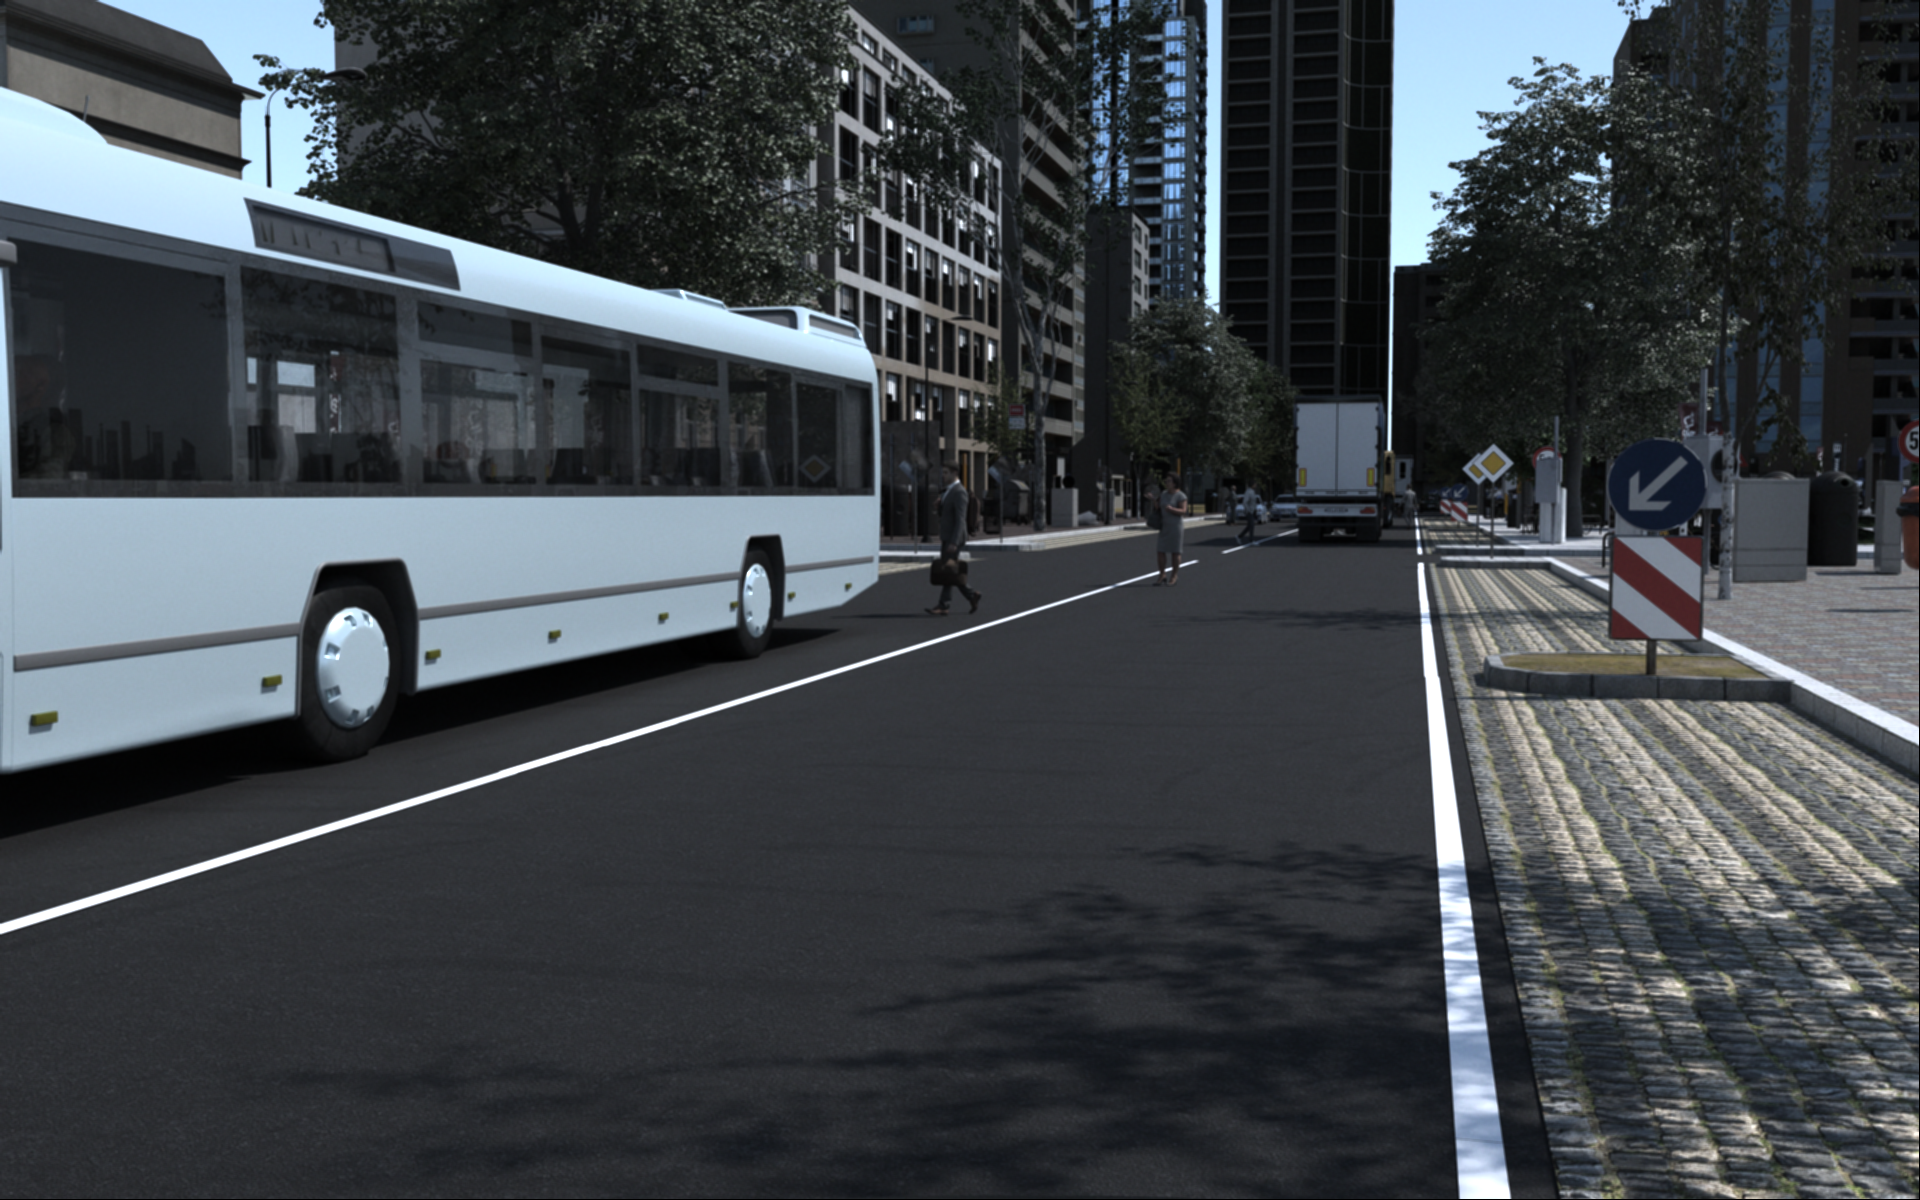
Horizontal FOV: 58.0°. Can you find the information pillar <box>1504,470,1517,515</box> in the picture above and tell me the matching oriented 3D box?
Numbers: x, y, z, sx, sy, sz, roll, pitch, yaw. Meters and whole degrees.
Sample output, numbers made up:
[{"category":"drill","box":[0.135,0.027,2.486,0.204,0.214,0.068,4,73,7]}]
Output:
[{"category":"information pillar","box":[21.315,-4.623,66.947,0.504,3.616,0.183,-1,4,-12]}]

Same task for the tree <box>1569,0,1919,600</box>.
[{"category":"tree","box":[9.496,-4.300,20.667,4.360,8.622,3.978,0,3,0]}]

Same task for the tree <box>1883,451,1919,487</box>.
[{"category":"tree","box":[43.557,-5.762,77.919,4.285,4.588,4.351,0,3,0]}]

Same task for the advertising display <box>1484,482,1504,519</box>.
[{"category":"advertising display","box":[27.690,-5.174,89.809,0.974,1.923,0.123,0,4,2]}]

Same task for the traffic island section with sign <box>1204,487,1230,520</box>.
[{"category":"traffic island section with sign","box":[14.454,-5.270,94.791,1.989,1.847,2.006,1,4,15]}]

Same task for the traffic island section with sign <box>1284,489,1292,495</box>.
[{"category":"traffic island section with sign","box":[27.221,-8.249,143.495,1.989,1.847,2.006,1,4,15]}]

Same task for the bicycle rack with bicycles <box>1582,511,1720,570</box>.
[{"category":"bicycle rack with bicycles","box":[12.382,-1.000,29.730,2.852,0.926,2.925,-1,4,-13]}]

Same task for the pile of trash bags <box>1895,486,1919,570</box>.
[{"category":"pile of trash bags","box":[12.097,-0.574,19.135,3.447,1.369,1.912,0,4,-1]}]

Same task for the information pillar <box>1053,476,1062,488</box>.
[{"category":"information pillar","box":[3.854,-3.931,68.760,0.304,2.012,0.304,0,4,-8]}]

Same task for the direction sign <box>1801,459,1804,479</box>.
[{"category":"direction sign","box":[48.175,-6.552,99.121,0.379,3.537,0.876,1,4,21]}]

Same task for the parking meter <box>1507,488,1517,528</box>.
[{"category":"parking meter","box":[21.037,-3.518,65.931,0.372,1.533,0.369,0,3,0]}]

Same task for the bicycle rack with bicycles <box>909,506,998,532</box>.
[{"category":"bicycle rack with bicycles","box":[-0.562,-2.798,59.123,2.852,0.926,2.925,-1,4,-16]}]

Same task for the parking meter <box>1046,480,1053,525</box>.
[{"category":"parking meter","box":[3.746,-4.028,71.571,0.255,1.863,0.399,-1,4,-16]}]

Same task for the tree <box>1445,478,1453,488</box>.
[{"category":"tree","box":[52.806,-11.678,185.542,1.663,3.219,1.824,0,3,0]}]

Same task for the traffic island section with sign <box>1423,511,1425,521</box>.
[{"category":"traffic island section with sign","box":[25.672,-5.095,91.931,1.989,1.847,2.006,1,4,15]}]

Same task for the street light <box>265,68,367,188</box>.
[{"category":"street light","box":[-7.140,-2.852,19.174,1.470,5.913,1.316,1,4,15]}]

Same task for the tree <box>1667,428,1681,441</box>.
[{"category":"tree","box":[34.917,-6.208,85.212,4.285,4.588,4.351,0,3,0]}]

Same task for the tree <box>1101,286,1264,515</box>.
[{"category":"tree","box":[13.595,-12.171,105.649,9.857,13.997,8.962,0,3,0]}]

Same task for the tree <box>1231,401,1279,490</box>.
[{"category":"tree","box":[22.570,-11.294,135.026,4.737,8.622,4.395,0,3,0]}]

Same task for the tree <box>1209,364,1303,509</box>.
[{"category":"tree","box":[26.440,-14.274,150.387,9.611,12.733,9.660,0,3,0]}]

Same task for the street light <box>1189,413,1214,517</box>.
[{"category":"street light","box":[13.804,-7.728,98.887,1.470,5.913,1.316,1,4,15]}]

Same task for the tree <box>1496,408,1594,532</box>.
[{"category":"tree","box":[19.723,-4.584,58.667,4.285,4.588,4.351,0,3,0]}]

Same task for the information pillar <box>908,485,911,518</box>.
[{"category":"information pillar","box":[-2.426,-5.595,82.826,0.183,3.616,0.504,0,4,5]}]

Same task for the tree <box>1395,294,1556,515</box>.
[{"category":"tree","box":[31.523,-11.879,104.597,12.009,13.543,11.850,0,3,0]}]

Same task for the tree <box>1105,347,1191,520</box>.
[{"category":"tree","box":[9.009,-8.291,85.927,4.737,8.622,4.395,0,3,0]}]

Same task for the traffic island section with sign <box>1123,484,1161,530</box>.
[{"category":"traffic island section with sign","box":[7.620,-3.675,68.713,1.989,1.847,2.006,1,4,15]}]

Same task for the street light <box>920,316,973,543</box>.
[{"category":"street light","box":[-0.349,-4.452,45.336,1.470,5.913,1.316,1,4,15]}]

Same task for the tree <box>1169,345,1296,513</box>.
[{"category":"tree","box":[17.756,-11.764,118.098,9.928,11.665,9.643,0,3,0]}]

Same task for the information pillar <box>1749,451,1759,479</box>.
[{"category":"information pillar","box":[42.630,-6.221,93.068,0.504,3.616,0.183,1,4,11]}]

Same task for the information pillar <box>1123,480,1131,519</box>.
[{"category":"information pillar","box":[8.737,-5.256,90.425,0.304,2.012,0.304,-3,4,-36]}]

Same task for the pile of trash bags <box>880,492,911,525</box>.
[{"category":"pile of trash bags","box":[-3.180,-3.777,71.514,3.447,1.369,1.912,2,4,26]}]

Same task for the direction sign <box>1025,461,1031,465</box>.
[{"category":"direction sign","box":[4.836,-7.767,118.990,0.876,3.537,0.379,3,5,41]}]

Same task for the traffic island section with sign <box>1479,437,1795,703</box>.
[{"category":"traffic island section with sign","box":[4.987,-0.265,12.967,1.989,1.847,2.006,1,4,15]}]

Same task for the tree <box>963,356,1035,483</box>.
[{"category":"tree","box":[2.427,-8.639,91.611,4.737,8.622,4.395,0,3,0]}]

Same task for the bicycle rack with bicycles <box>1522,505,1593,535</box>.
[{"category":"bicycle rack with bicycles","box":[18.933,-2.546,55.012,2.852,0.926,2.925,3,5,43]}]

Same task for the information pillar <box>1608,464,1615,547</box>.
[{"category":"information pillar","box":[15.989,-2.301,42.106,0.304,2.012,0.304,-3,4,-36]}]

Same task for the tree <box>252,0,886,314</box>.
[{"category":"tree","box":[-6.088,-7.455,28.547,9.857,13.997,8.962,0,3,0]}]

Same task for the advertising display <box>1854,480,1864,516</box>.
[{"category":"advertising display","box":[40.376,-4.469,78.277,0.974,1.923,0.123,-1,4,-15]}]

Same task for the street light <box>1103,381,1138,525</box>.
[{"category":"street light","box":[6.664,-6.062,71.662,1.470,5.913,1.316,1,4,15]}]

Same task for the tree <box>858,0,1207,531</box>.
[{"category":"tree","box":[1.350,-12.433,59.168,12.611,20.169,13.585,0,3,0]}]

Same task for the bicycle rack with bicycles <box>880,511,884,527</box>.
[{"category":"bicycle rack with bicycles","box":[-2.993,-3.242,66.389,2.925,0.926,2.852,1,4,12]}]

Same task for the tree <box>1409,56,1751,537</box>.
[{"category":"tree","box":[18.391,-8.848,51.328,9.857,13.997,8.962,0,3,0]}]

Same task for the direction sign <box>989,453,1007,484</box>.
[{"category":"direction sign","box":[2.173,-6.305,95.089,0.876,3.537,0.379,-1,4,-16]}]

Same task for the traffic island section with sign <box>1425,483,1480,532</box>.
[{"category":"traffic island section with sign","box":[18.819,-3.494,65.755,1.989,1.847,2.006,1,4,15]}]
